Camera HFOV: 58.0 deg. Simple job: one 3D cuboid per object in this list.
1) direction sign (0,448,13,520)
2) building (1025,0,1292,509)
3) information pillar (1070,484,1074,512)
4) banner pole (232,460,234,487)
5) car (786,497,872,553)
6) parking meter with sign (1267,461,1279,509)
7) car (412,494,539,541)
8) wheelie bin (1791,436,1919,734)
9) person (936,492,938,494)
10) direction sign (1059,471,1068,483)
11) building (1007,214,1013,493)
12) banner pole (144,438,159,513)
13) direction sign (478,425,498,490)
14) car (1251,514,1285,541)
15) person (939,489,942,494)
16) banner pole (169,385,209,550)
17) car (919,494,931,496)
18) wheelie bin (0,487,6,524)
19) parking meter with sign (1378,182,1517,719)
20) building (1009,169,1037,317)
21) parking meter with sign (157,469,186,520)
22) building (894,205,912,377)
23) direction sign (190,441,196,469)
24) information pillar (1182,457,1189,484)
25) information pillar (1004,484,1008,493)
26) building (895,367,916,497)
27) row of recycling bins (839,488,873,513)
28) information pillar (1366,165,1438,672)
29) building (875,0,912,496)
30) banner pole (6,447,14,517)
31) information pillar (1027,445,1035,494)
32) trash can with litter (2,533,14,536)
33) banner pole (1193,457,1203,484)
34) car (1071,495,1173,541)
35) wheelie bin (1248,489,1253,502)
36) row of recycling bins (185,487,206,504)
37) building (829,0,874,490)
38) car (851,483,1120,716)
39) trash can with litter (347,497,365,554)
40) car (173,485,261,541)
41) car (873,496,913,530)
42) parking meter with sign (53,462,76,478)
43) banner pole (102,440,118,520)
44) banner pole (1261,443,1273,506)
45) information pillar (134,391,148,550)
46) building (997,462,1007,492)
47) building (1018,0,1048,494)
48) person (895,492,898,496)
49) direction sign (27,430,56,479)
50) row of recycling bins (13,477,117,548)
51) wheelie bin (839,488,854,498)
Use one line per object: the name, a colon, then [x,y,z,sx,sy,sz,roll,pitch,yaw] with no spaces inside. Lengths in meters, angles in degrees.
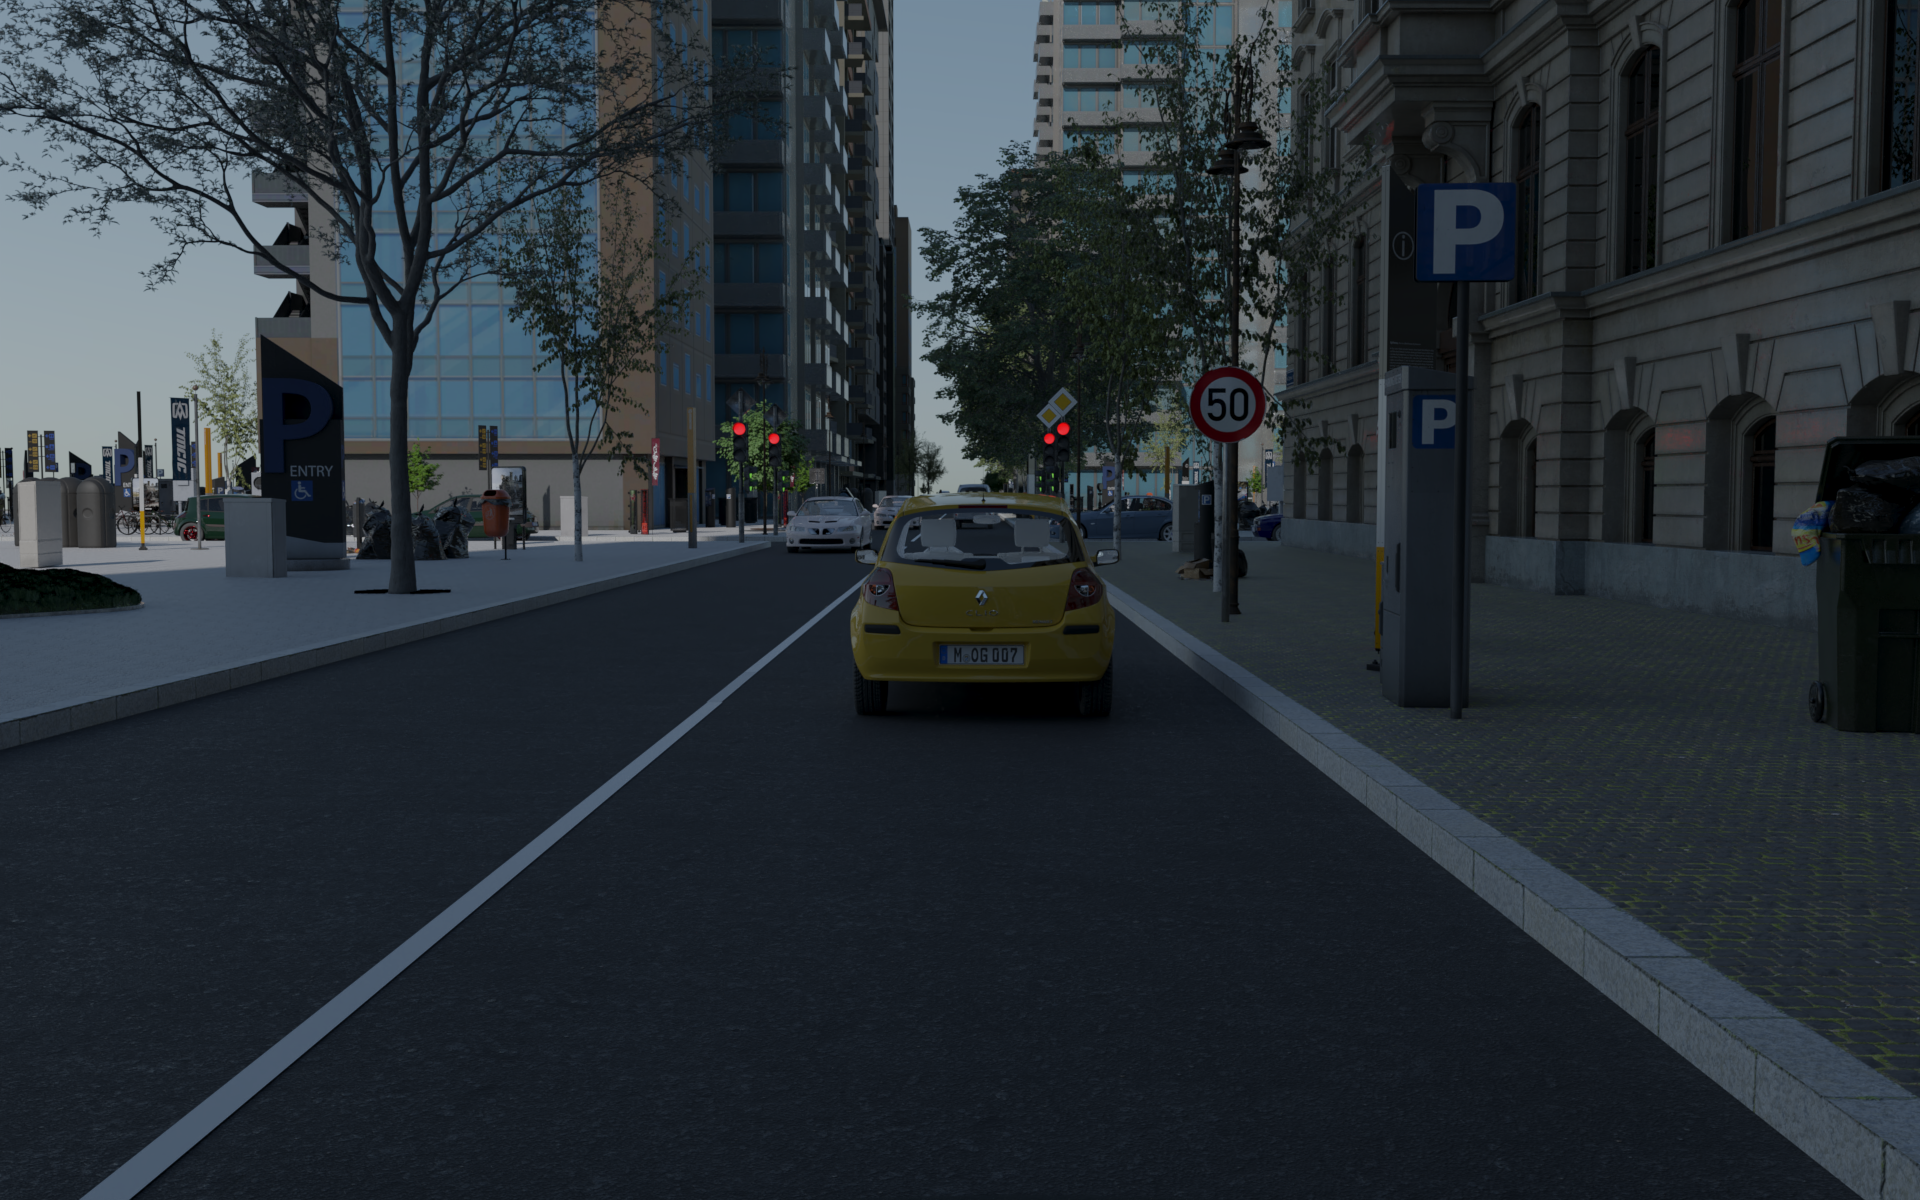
direction sign: [-46.601,-5.652,84.410,0.379,3.537,0.876,3,4,37]
building: [17.914,-32.800,155.881,23.786,49.044,30.456,0,4,0]
information pillar: [8.064,-7.363,124.882,0.304,2.012,0.304,1,4,8]
banner pole: [-53.564,-8.418,127.659,0.401,3.779,0.863,-1,4,-19]
car: [-3.264,-1.925,43.842,2.083,1.381,4.827,0,4,2]
parking meter with sign: [16.785,-5.914,92.961,0.543,3.016,1.738,1,4,21]
car: [-14.446,-2.495,50.575,4.222,1.686,2.009,0,4,2]
wheelie bin: [5.091,-0.094,9.442,0.980,1.594,0.693,1,4,14]
person: [-3.114,-14.208,241.516,0.721,1.736,1.217,2,4,33]
direction sign: [7.005,-7.716,118.154,0.876,3.537,0.379,2,4,35]
building: [13.746,-34.688,250.748,14.154,41.232,14.086,0,4,0]
banner pole: [-36.147,-5.353,77.531,0.401,3.779,0.863,1,4,23]
direction sign: [-15.569,-3.990,57.227,0.379,3.537,0.876,2,4,28]
car: [10.277,-2.240,49.209,3.894,1.354,1.945,0,4,2]
person: [-1.610,-8.214,142.827,0.705,1.821,1.348,2,4,29]
banner pole: [-17.695,-3.039,39.712,0.401,3.779,0.863,2,4,34]
car: [-2.325,-6.862,124.197,2.014,1.417,4.499,0,4,2]
wheelie bin: [-40.146,-3.920,71.992,0.693,1.594,0.980,2,4,32]
parking meter with sign: [2.896,-0.879,10.635,0.543,3.016,1.738,0,4,4]
building: [17.471,-35.134,229.071,22.147,44.769,28.867,0,4,0]
parking meter with sign: [-39.162,-5.459,85.512,1.738,3.016,0.543,0,4,-7]
building: [-14.690,-37.998,271.371,14.600,45.320,14.200,0,4,0]
direction sign: [-33.106,-5.050,74.560,0.876,3.537,0.379,2,4,32]
information pillar: [14.251,-7.211,109.262,0.504,3.616,0.183,3,4,37]
information pillar: [3.185,-7.096,120.509,0.304,2.012,0.304,0,4,5]
building: [-20.724,-24.807,250.625,27.650,21.520,28.899,0,4,0]
row of recycling bins: [-7.596,-6.745,117.398,3.534,1.692,1.069,1,4,13]
information pillar: [3.229,-1.297,12.559,0.504,3.616,0.183,-2,4,-28]
building: [-16.725,-48.060,224.031,20.563,71.187,20.611,0,4,0]
banner pole: [-50.849,-6.282,92.728,0.863,3.779,0.401,2,4,30]
information pillar: [3.008,-5.020,73.435,0.183,3.616,0.504,2,4,35]
trash can with litter: [-28.617,-2.635,54.136,2.233,1.210,1.678,-1,4,-21]
banner pole: [15.942,-7.696,115.847,0.863,3.779,0.401,-1,4,-16]
car: [4.741,-2.308,49.742,4.499,1.417,2.014,0,4,1]
wheelie bin: [17.128,-5.885,104.125,0.980,1.594,0.693,-3,4,-38]
row of recycling bins: [-42.187,-5.408,95.533,1.069,1.692,3.534,-3,4,-37]
building: [-18.671,-29.905,143.574,22.147,44.769,28.867,0,4,0]
car: [0.191,-0.149,12.653,2.015,1.641,3.980,0,4,2]
trash can with litter: [-13.041,-1.650,38.042,1.678,1.210,2.233,-1,4,-13]
car: [-19.960,-2.390,48.863,4.222,1.686,2.009,0,4,-1]
car: [-2.523,-3.605,71.298,2.083,1.381,4.827,0,4,1]
parking meter with sign: [-49.037,-6.021,94.708,1.738,3.016,0.543,2,4,30]
banner pole: [-39.015,-5.483,79.671,0.401,3.779,0.863,3,5,43]
banner pole: [15.005,-5.805,84.935,0.401,3.779,0.863,-3,5,-43]
information pillar: [-18.747,-2.953,39.644,0.183,3.616,0.504,-2,4,-24]
building: [12.944,-31.157,281.121,14.160,30.474,14.107,0,4,0]
building: [17.441,-53.379,185.411,22.319,86.520,31.000,0,4,0]
person: [-7.715,-12.123,207.438,1.217,1.736,0.721,0,4,1]
direction sign: [-32.670,-4.261,61.663,0.876,3.537,0.379,-1,4,-21]
row of recycling bins: [-21.746,-2.133,41.989,3.534,1.692,1.069,2,4,33]
wheelie bin: [-5.736,-4.868,87.493,0.693,1.594,0.980,0,4,2]
